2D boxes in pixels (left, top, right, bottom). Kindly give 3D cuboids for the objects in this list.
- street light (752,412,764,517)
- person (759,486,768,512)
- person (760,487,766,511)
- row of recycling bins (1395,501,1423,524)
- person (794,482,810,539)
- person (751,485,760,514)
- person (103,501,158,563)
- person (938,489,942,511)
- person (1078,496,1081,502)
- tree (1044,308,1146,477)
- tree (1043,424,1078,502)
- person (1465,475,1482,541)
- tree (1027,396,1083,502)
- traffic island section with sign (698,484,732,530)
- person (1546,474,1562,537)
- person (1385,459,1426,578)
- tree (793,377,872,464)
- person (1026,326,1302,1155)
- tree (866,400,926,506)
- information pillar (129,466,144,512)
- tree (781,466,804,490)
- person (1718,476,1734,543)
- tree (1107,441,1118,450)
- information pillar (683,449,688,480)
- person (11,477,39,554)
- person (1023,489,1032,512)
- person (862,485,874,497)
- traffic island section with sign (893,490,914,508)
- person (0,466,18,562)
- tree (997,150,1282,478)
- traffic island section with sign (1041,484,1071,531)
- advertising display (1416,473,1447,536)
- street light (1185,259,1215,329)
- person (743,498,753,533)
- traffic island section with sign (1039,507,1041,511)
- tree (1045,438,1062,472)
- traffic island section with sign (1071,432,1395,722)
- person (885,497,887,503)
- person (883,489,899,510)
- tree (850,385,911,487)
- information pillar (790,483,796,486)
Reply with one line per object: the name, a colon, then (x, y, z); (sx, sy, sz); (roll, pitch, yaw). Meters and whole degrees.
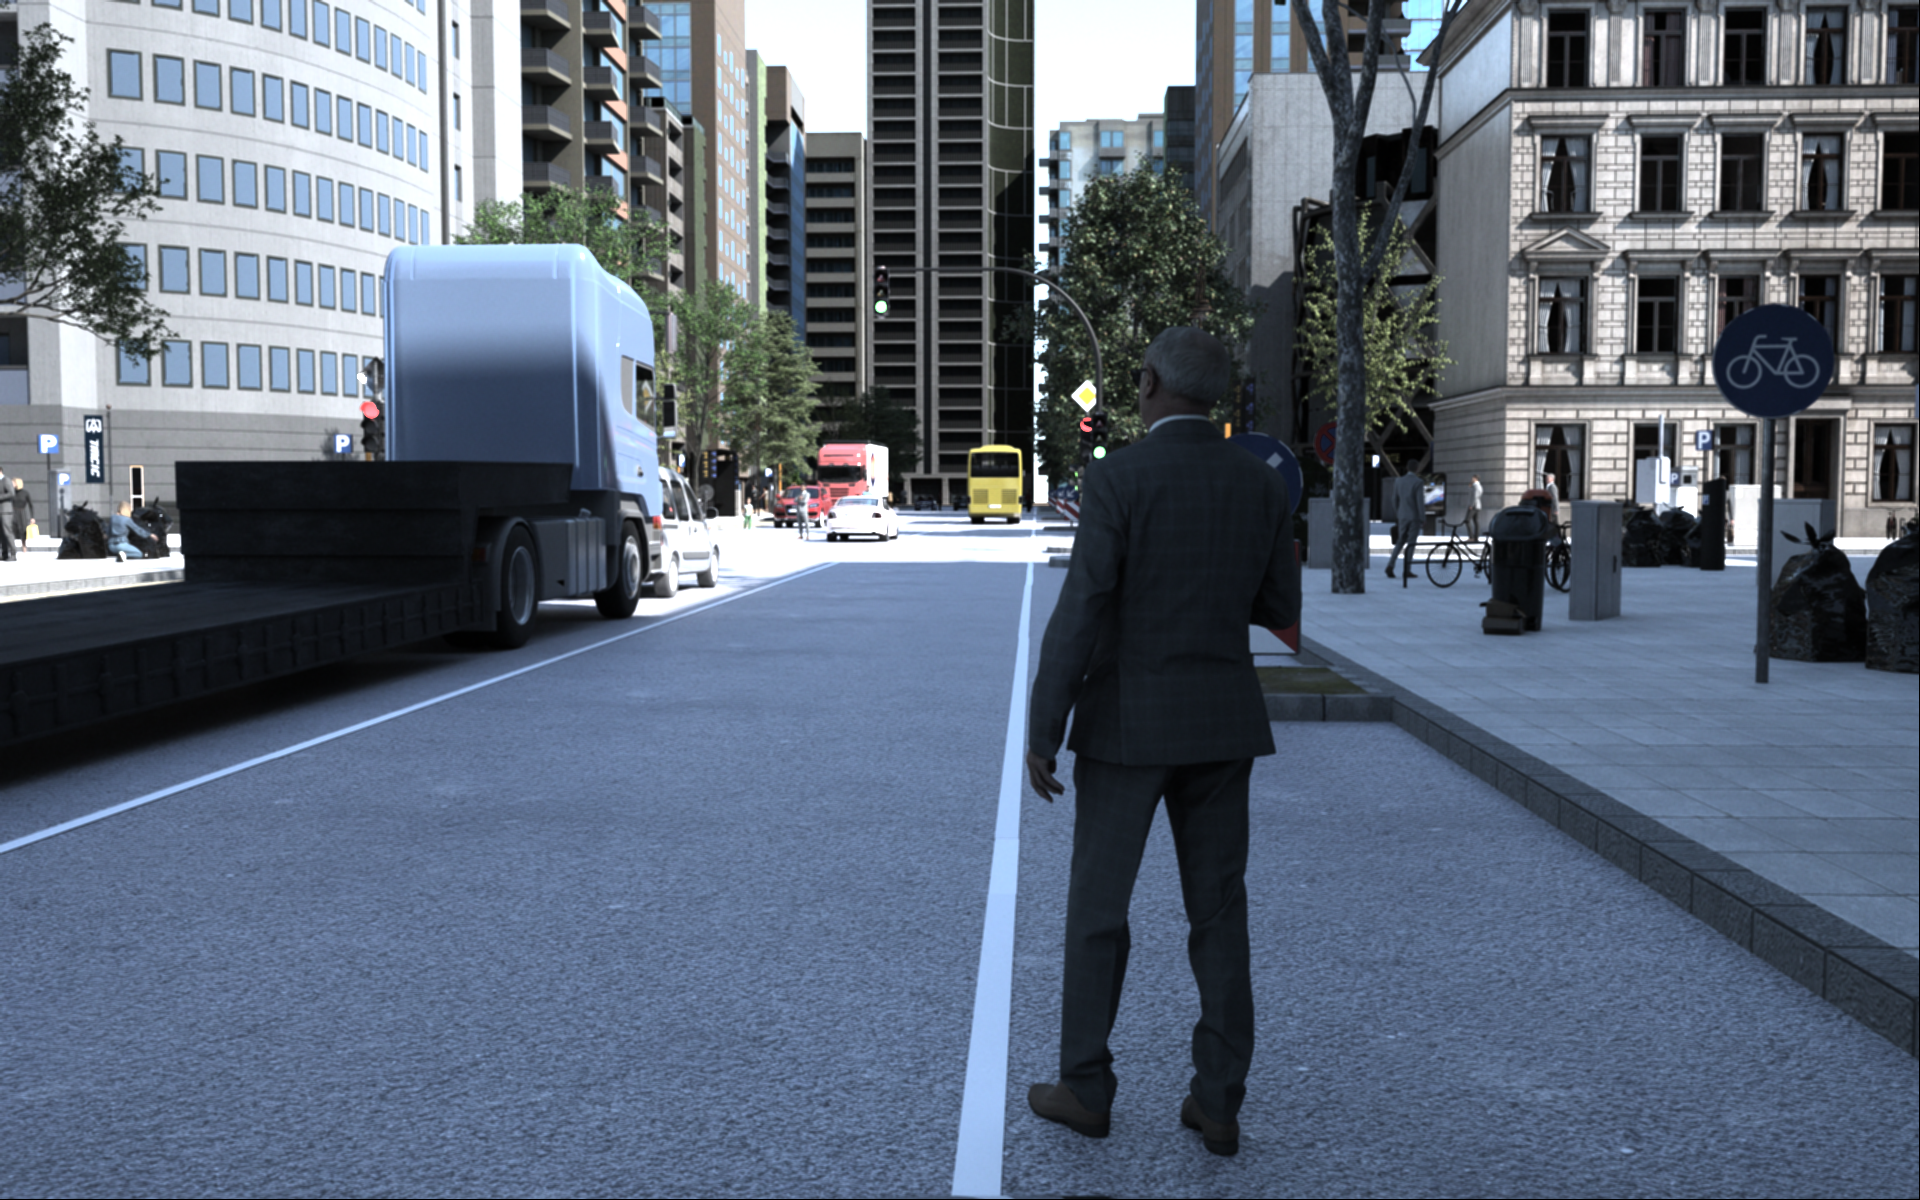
street light: (-11.212, -7.551, 96.243); (0.468, 5.910, 1.993); (0, 4, 3)
person: (-13.885, -7.226, 124.194); (0.705, 1.824, 1.348); (2, 4, 34)
person: (-15.276, -7.904, 135.204); (0.705, 1.831, 1.348); (-2, 4, -30)
row of recycling bins: (20.010, -4.074, 73.717); (3.534, 1.692, 1.069); (-2, 4, -26)
person: (-5.005, -2.818, 54.751); (0.511, 1.800, 0.466); (1, 4, 17)
person: (-12.931, -6.330, 109.341); (0.655, 1.846, 0.447); (2, 4, 30)
person: (-15.764, -1.287, 32.587); (1.012, 1.151, 0.738); (1, 4, 13)
person: (-1.659, -8.505, 147.518); (0.705, 1.831, 1.348); (0, 4, -1)
person: (12.968, -11.184, 188.916); (0.705, 1.821, 1.348); (0, 4, -5)
tree: (8.842, -11.215, 101.497); (7.486, 12.596, 7.792); (0, 3, 0)
tree: (12.127, -15.448, 178.335); (9.928, 11.665, 9.643); (0, 3, 0)
person: (13.748, -2.459, 46.421); (0.592, 1.802, 0.473); (-3, 5, -45)
tree: (12.114, -17.448, 191.928); (9.857, 13.997, 8.962); (0, 3, 0)
traffic island section with sign: (-10.127, -3.678, 68.768); (1.989, 1.847, 2.006); (0, 4, 3)
person: (14.231, -2.171, 41.930); (0.834, 1.777, 0.661); (0, 4, 4)
person: (6.906, -1.252, 26.641); (0.853, 1.813, 0.709); (-3, 5, -43)
tree: (-10.595, -12.504, 138.848); (8.767, 10.594, 7.601); (1, 4, 18)
person: (0.432, 0.289, 3.947); (0.661, 1.801, 0.590); (-2, 4, -23)
tree: (-7.495, -16.280, 191.932); (9.928, 11.665, 9.643); (0, 3, 0)
information pillar: (-21.638, -2.511, 45.542); (0.304, 2.012, 0.304); (-2, 4, -29)
tree: (-11.403, -7.678, 120.140); (1.663, 3.219, 1.824); (0, 3, 0)
person: (16.798, -1.831, 38.404); (0.622, 1.834, 0.822); (0, 4, 7)
tree: (9.236, -9.726, 109.387); (4.737, 8.622, 4.395); (0, 3, 0)
information pillar: (-14.209, -6.015, 89.692); (0.183, 3.616, 0.504); (-2, 4, -31)
person: (-21.317, -1.832, 38.676); (1.509, 1.804, 0.699); (1, 4, 23)
person: (5.328, -7.748, 135.146); (0.705, 1.831, 1.348); (-2, 4, -27)
person: (-4.054, -4.172, 76.579); (0.638, 1.841, 0.748); (0, 4, 6)
traffic island section with sign: (-5.550, -9.997, 172.070); (1.989, 1.847, 2.006); (0, 4, 3)
person: (-18.173, -1.649, 32.809); (0.655, 1.846, 0.447); (2, 4, 35)
tree: (5.997, -8.647, 58.382); (9.611, 12.733, 9.660); (0, 3, 0)
traffic island section with sign: (4.265, -3.630, 67.971); (1.989, 1.847, 2.006); (0, 4, 3)
advertising display: (14.276, -2.901, 52.639); (0.974, 1.923, 0.123); (2, 4, 33)
street light: (4.735, -3.762, 34.300); (0.468, 5.910, 1.993); (0, 4, 3)
person: (-7.868, -3.147, 64.196); (0.306, 1.304, 0.590); (-2, 4, -24)
traffic island section with sign: (5.465, -5.277, 94.899); (1.989, 1.847, 2.006); (0, 4, 3)
tree: (11.566, -13.608, 156.897); (8.767, 10.594, 7.601); (-2, 4, -31)
traffic island section with sign: (1.793, -0.199, 11.879); (1.989, 1.847, 2.006); (0, 4, 3)
person: (-8.389, -11.648, 199.884); (0.756, 1.711, 0.436); (2, 4, 24)
person: (-5.542, -7.854, 137.005); (1.348, 1.812, 0.705); (0, 4, 5)
tree: (-8.885, -16.020, 180.048); (7.486, 12.596, 7.792); (0, 3, 0)
information pillar: (-11.022, -6.729, 114.514); (0.304, 2.012, 0.304); (-2, 4, -34)
